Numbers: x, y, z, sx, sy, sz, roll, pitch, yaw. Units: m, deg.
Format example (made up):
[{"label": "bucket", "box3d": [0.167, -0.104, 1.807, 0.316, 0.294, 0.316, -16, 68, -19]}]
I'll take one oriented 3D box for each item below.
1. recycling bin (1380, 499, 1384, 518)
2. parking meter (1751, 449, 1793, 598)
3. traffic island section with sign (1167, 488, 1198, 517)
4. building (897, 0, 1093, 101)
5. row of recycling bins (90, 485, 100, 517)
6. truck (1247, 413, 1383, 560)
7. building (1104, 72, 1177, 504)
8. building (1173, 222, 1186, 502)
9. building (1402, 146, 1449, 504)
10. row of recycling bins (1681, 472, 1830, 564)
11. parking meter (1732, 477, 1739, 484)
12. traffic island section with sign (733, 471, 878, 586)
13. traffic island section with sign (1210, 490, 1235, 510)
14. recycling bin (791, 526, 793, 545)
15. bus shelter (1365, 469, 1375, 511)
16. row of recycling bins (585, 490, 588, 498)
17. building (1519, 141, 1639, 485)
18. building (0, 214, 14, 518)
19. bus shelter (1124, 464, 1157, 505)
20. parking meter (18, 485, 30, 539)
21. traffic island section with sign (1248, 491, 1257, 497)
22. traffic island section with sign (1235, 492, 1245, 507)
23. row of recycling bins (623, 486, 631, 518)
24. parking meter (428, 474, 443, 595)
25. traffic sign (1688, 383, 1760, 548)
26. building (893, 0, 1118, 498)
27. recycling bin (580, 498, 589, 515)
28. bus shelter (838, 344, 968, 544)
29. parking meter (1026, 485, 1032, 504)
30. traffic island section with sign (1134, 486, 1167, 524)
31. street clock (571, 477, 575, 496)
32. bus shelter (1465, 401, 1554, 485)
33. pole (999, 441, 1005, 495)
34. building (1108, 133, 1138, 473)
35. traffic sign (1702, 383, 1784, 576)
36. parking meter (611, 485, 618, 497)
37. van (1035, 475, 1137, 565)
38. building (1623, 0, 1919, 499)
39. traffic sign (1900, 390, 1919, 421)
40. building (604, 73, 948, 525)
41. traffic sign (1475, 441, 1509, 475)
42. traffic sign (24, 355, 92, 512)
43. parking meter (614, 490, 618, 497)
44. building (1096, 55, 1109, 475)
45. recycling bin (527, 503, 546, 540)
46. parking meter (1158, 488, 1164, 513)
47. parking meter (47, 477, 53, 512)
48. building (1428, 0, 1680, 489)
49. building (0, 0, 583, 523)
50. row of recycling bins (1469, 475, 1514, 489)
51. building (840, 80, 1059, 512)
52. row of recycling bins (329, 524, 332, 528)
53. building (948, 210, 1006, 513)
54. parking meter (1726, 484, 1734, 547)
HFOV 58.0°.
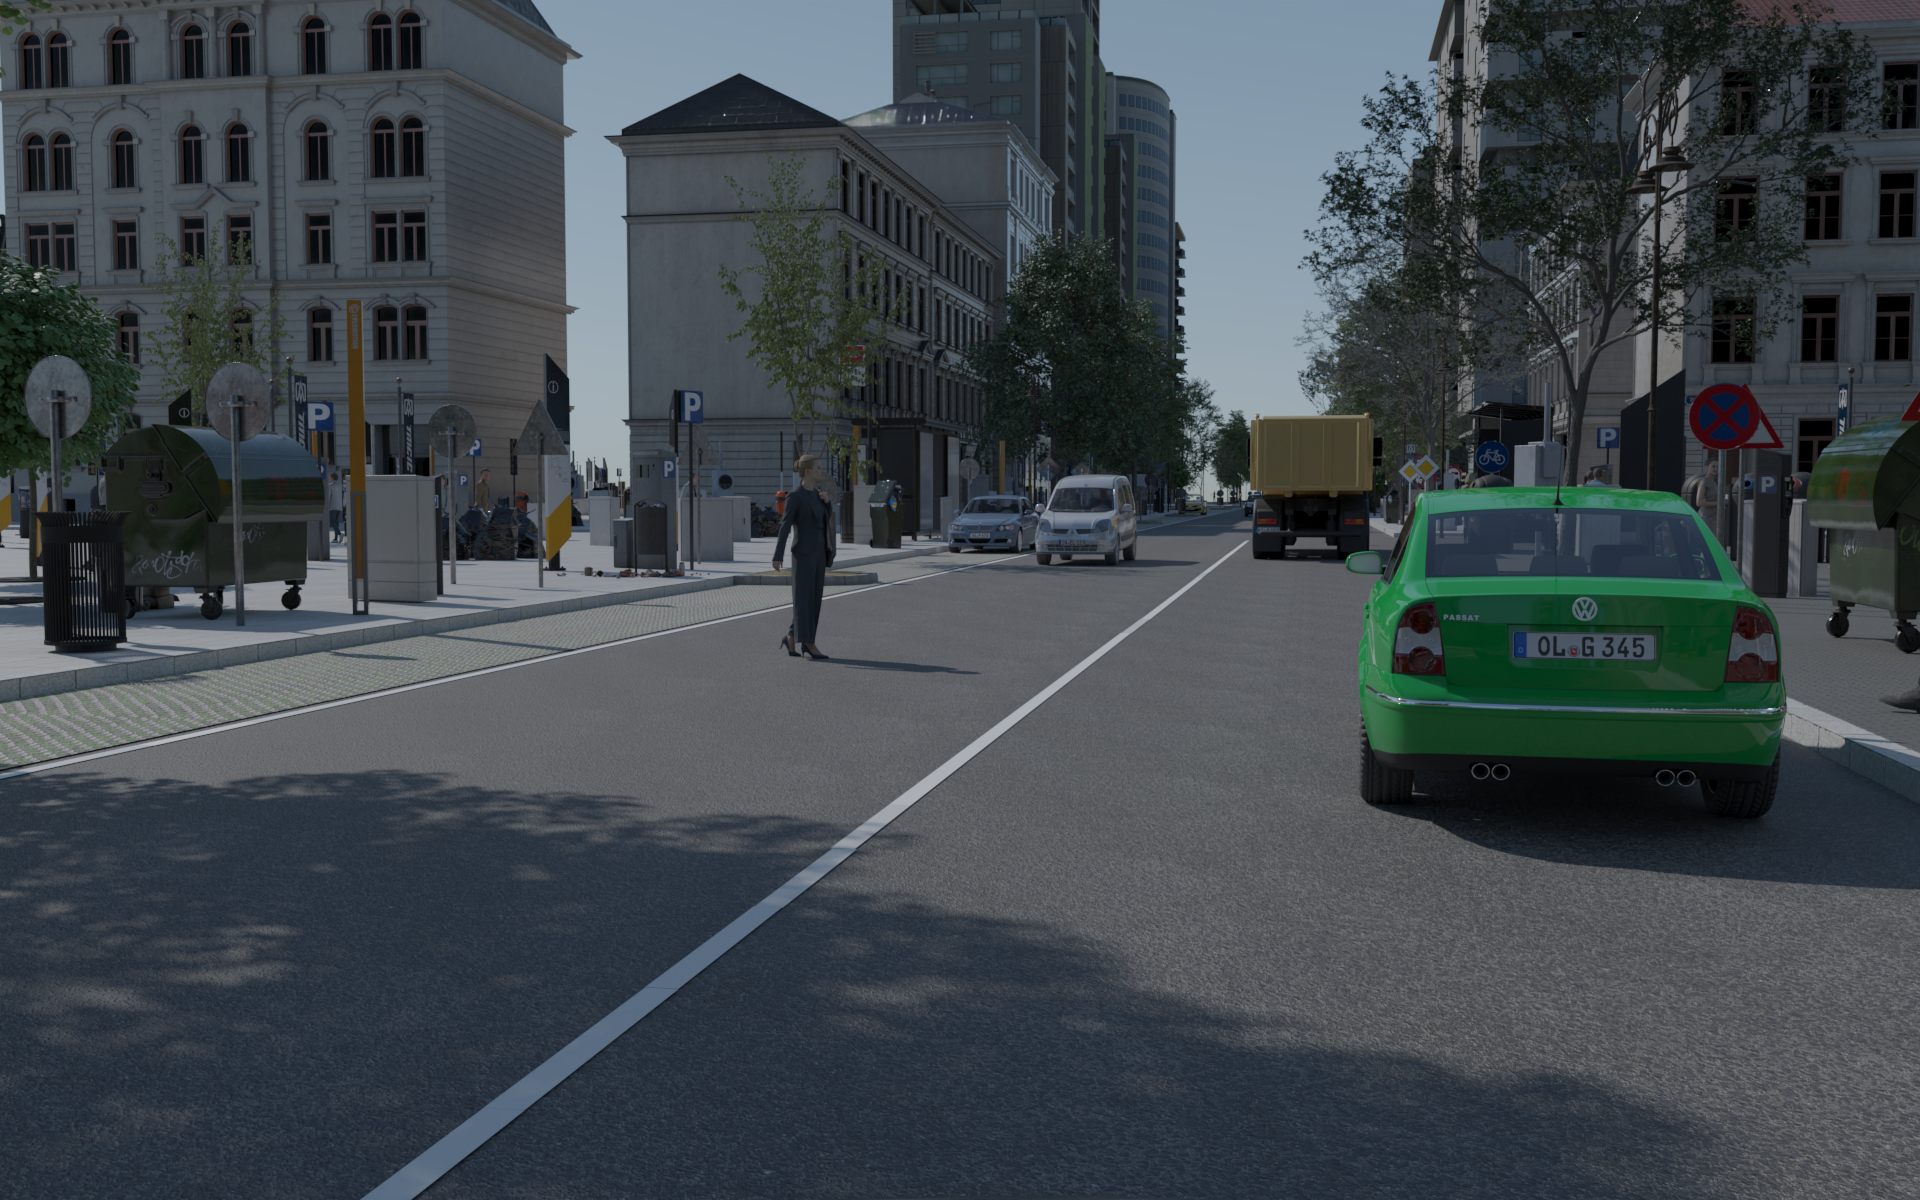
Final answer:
[{"label": "recycling bin", "box3d": [23.160, -4.961, 93.661, 0.722, 1.027, 0.722, 0, 4, 3]}, {"label": "parking meter", "box3d": [10.053, -0.962, 21.433, 0.255, 1.863, 0.399, -3, 5, -40]}, {"label": "traffic island section with sign", "box3d": [14.021, -6.166, 109.445, 1.989, 1.847, 2.006, 1, 4, 11]}, {"label": "building", "box3d": [3.207, -28.180, 144.336, 14.154, 41.232, 14.086, 1, 4, 11]}, {"label": "row of recycling bins", "box3d": [-36.195, -4.148, 74.933, 3.534, 1.692, 1.069, 1, 4, 23]}, {"label": "truck", "box3d": [8.442, -2.785, 41.458, 3.469, 3.379, 9.791, 1, 4, 12]}, {"label": "building", "box3d": [18.595, -42.913, 243.632, 21.231, 58.520, 28.212, 1, 4, 11]}, {"label": "building", "box3d": [23.745, -37.767, 272.119, 22.147, 44.769, 28.867, 1, 4, 11]}, {"label": "building", "box3d": [71.584, -37.417, 235.461, 21.300, 48.544, 21.600, 1, 4, 11]}, {"label": "row of recycling bins", "box3d": [15.498, -1.581, 32.959, 3.534, 1.692, 1.069, 3, 5, 45]}, {"label": "parking meter", "box3d": [27.278, -3.370, 60.808, 0.255, 1.863, 0.399, 0, 4, 2]}, {"label": "traffic island section with sign", "box3d": [-2.395, -1.176, 27.852, 1.989, 1.847, 2.006, 1, 4, 11]}, {"label": "traffic island section with sign", "box3d": [23.920, -9.179, 158.706, 1.989, 1.847, 2.006, 1, 4, 11]}, {"label": "recycling bin", "box3d": [-3.594, -1.745, 41.089, 0.722, 1.027, 0.722, -1, 4, -16]}, {"label": "bus shelter", "box3d": [29.575, -8.296, 126.917, 1.731, 3.624, 6.357, 1, 4, 11]}, {"label": "row of recycling bins", "box3d": [-31.808, -8.306, 142.920, 3.534, 1.692, 1.069, -3, 5, -39]}, {"label": "building", "box3d": [40.731, -15.822, 109.596, 10.553, 20.767, 40.483, 1, 4, 11]}, {"label": "building", "box3d": [-57.706, -13.624, 90.200, 16.811, 18.784, 16.820, 1, 4, 11]}, {"label": "bus shelter", "box3d": [12.221, -7.591, 118.042, 2.014, 3.302, 5.546, 1, 4, 11]}, {"label": "parking meter", "box3d": [-27.001, -2.550, 50.097, 0.372, 1.533, 0.369, 0, 3, 0]}, {"label": "traffic island section with sign", "box3d": [40.254, -14.144, 239.886, 1.989, 1.847, 2.006, 1, 4, 11]}, {"label": "traffic island section with sign", "box3d": [29.239, -10.796, 185.134, 1.989, 1.847, 2.006, 1, 4, 11]}, {"label": "row of recycling bins", "box3d": [-15.759, -4.971, 88.391, 3.534, 1.692, 1.069, 2, 4, 32]}, {"label": "parking meter", "box3d": [-6.793, -0.836, 22.085, 0.372, 1.533, 0.369, 0, 3, 0]}, {"label": "traffic sign", "box3d": [8.790, -1.216, 19.993, 0.768, 2.556, 0.104, 1, 4, 15]}, {"label": "building", "box3d": [5.544, -45.058, 174.955, 20.563, 71.187, 20.611, 1, 4, 11]}, {"label": "recycling bin", "box3d": [-22.409, -5.597, 104.058, 0.722, 1.027, 0.722, 0, 3, 0]}, {"label": "bus shelter", "box3d": [-1.681, -4.354, 48.821, 2.179, 5.291, 8.768, 1, 4, 11]}, {"label": "parking meter", "box3d": [4.326, -6.338, 109.345, 0.399, 1.863, 0.255, -1, 4, -15]}, {"label": "traffic island section with sign", "box3d": [8.703, -4.550, 83.018, 1.989, 1.847, 2.006, 1, 4, 11]}, {"label": "street clock", "box3d": [-16.855, -4.291, 74.729, 0.358, 2.002, 0.471, 2, 4, 29]}, {"label": "bus shelter", "box3d": [14.709, -3.381, 46.561, 1.731, 3.624, 6.357, 1, 4, 11]}, {"label": "pole", "box3d": [1.612, -4.425, 66.196, 0.158, 3.312, 0.155, 0, 3, 0]}, {"label": "building", "box3d": [12.003, -31.110, 192.236, 14.154, 41.232, 14.086, 1, 4, 11]}, {"label": "traffic sign", "box3d": [9.228, -1.251, 20.456, 0.884, 2.594, 0.081, 1, 4, 17]}, {"label": "parking meter", "box3d": [-21.477, -6.247, 107.852, 0.399, 1.863, 0.255, -2, 4, -29]}, {"label": "van", "box3d": [2.682, -1.790, 36.274, 2.013, 2.044, 4.112, 1, 4, 13]}, {"label": "building", "box3d": [37.810, -14.172, 67.868, 21.152, 22.565, 11.583, 1, 4, 11]}, {"label": "traffic sign", "box3d": [7.282, -0.767, 12.540, 0.884, 2.594, 0.081, 1, 4, 18]}, {"label": "building", "box3d": [-7.855, -13.256, 81.360, 10.561, 19.102, 19.286, 1, 4, 11]}, {"label": "traffic sign", "box3d": [12.708, -2.527, 41.417, 0.768, 2.556, 0.104, 1, 4, 18]}, {"label": "traffic sign", "box3d": [-8.318, -0.969, 15.956, 0.768, 2.556, 0.104, 1, 4, 17]}, {"label": "parking meter", "box3d": [-19.881, -5.638, 100.585, 0.372, 1.533, 0.369, 0, 3, 0]}, {"label": "building", "box3d": [5.426, -29.030, 158.231, 14.154, 41.232, 14.086, 1, 4, 11]}, {"label": "recycling bin", "box3d": [-11.613, -2.189, 48.337, 0.722, 1.027, 0.722, 0, 4, 5]}, {"label": "parking meter", "box3d": [13.615, -6.828, 117.341, 0.399, 1.863, 0.255, 3, 5, 42]}, {"label": "parking meter", "box3d": [-30.254, -3.177, 57.660, 0.399, 1.863, 0.255, 0, 4, 5]}, {"label": "building", "box3d": [63.783, -36.083, 179.194, 28.713, 52.752, 27.495, 1, 4, 11]}, {"label": "building", "box3d": [-32.097, -18.130, 83.810, 23.554, 28.519, 14.401, 1, 4, 11]}, {"label": "row of recycling bins", "box3d": [11.919, -1.940, 38.838, 1.069, 1.692, 3.534, 1, 4, 16]}, {"label": "building", "box3d": [-1.174, -20.443, 120.144, 13.634, 28.700, 20.117, 1, 4, 11]}, {"label": "row of recycling bins", "box3d": [-25.360, -3.692, 67.472, 1.069, 1.692, 3.534, -3, 5, -43]}, {"label": "building", "box3d": [-4.202, -14.456, 100.987, 10.561, 19.102, 19.286, 1, 4, 11]}, {"label": "parking meter", "box3d": [18.916, -2.076, 42.360, 0.372, 1.533, 0.369, 0, 3, 0]}]
